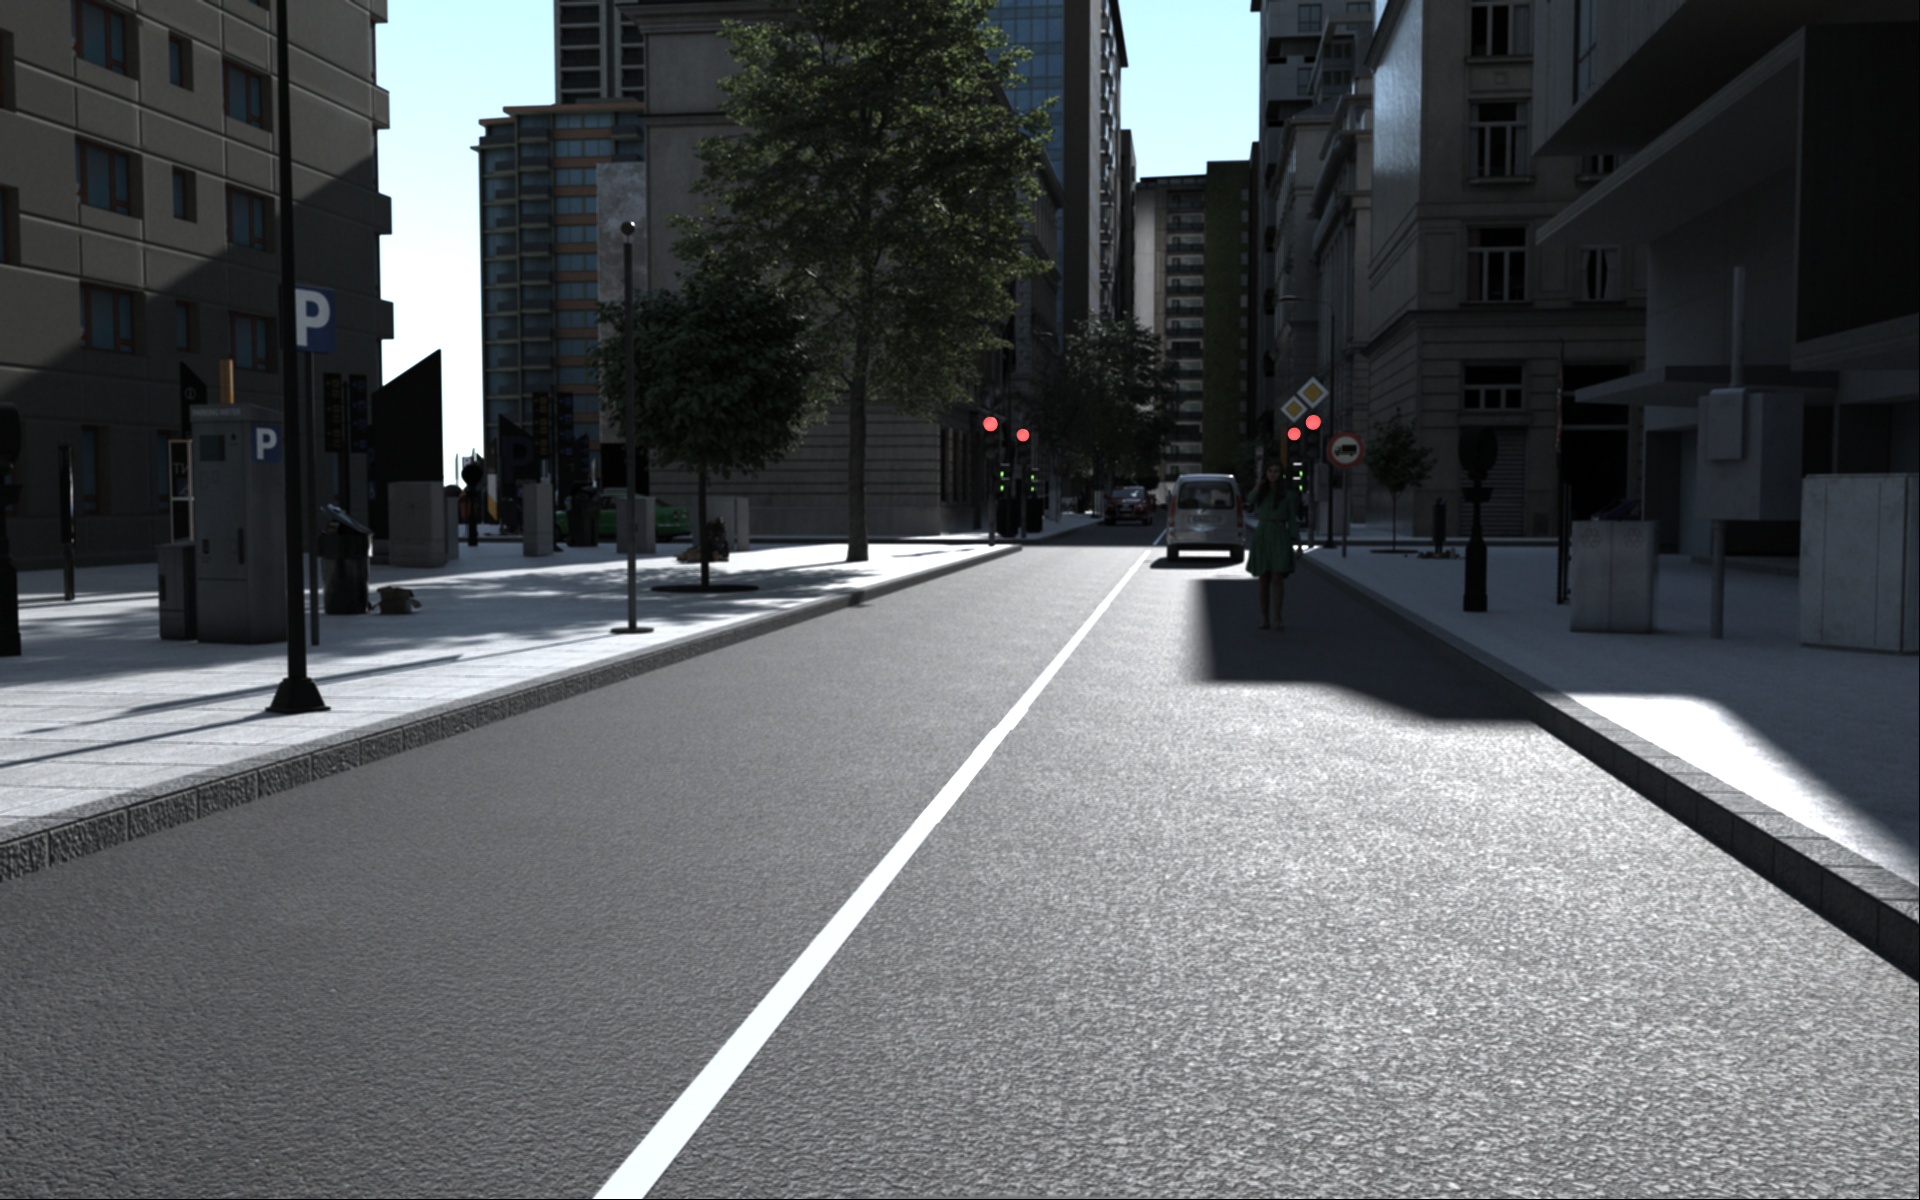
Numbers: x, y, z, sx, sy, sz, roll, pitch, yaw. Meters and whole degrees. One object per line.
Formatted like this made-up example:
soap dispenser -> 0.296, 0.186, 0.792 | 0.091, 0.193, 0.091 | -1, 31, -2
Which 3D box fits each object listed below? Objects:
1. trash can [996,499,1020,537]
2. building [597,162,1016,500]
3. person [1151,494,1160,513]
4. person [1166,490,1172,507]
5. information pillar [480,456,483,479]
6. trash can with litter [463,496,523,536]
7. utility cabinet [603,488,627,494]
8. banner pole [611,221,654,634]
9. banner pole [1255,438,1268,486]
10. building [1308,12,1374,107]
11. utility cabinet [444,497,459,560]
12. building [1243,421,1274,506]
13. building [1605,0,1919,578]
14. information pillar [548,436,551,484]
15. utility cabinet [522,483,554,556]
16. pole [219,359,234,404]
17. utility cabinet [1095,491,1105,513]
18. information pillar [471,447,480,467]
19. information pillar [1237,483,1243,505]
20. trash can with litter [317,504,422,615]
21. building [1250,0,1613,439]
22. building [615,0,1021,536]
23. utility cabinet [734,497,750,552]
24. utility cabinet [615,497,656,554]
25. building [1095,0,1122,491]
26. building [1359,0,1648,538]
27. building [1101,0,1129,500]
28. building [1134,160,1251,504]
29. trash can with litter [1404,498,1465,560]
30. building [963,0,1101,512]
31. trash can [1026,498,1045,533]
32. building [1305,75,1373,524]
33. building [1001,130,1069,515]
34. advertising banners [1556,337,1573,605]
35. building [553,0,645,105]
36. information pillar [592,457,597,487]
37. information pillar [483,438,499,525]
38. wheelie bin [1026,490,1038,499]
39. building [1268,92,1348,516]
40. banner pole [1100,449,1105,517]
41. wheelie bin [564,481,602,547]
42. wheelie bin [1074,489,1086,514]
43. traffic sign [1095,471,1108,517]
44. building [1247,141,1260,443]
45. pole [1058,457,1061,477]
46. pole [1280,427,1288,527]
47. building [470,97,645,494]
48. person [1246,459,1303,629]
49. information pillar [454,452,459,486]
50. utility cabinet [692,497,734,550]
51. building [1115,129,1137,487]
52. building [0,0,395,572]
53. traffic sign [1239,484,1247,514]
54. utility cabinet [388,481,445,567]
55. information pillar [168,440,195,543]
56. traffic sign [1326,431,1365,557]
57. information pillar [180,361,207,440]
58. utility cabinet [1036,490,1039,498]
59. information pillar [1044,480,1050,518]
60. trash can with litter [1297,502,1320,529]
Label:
trash can -> 1.453, -2.476, 52.138 | 0.748, 1.137, 0.748 | 0, 3, 0
building -> -5.954, -13.045, 80.730 | 16.820, 18.784, 16.811 | 0, 4, 8
person -> 14.614, -7.235, 130.045 | 0.557, 1.426, 1.065 | -2, 4, -34
person -> 14.049, -6.533, 116.311 | 0.522, 1.701, 0.512 | -3, 5, -45
information pillar -> -26.727, -6.428, 96.458 | 0.504, 3.616, 0.183 | 1, 4, 18
trash can with litter -> -14.277, -2.583, 53.282 | 2.233, 1.210, 1.678 | -2, 4, -35
utility cabinet -> -12.229, -3.264, 62.047 | 1.173, 1.500, 0.318 | 2, 4, 27
banner pole -> -3.087, -1.603, 16.227 | 0.401, 3.779, 0.863 | -1, 4, -10
banner pole -> 13.389, -5.302, 76.711 | 0.863, 3.779, 0.401 | -2, 4, -25
building -> 40.152, -27.084, 134.706 | 32.217, 40.220, 23.993 | 0, 4, 8
utility cabinet -> -10.118, -1.401, 34.064 | 0.306, 1.237, 1.020 | 0, 4, -4
building -> 40.612, -45.603, 183.858 | 20.563, 71.187, 20.611 | 0, 4, 8
building -> 24.035, -26.482, 22.212 | 28.713, 52.752, 27.495 | 0, 4, 8
information pillar -> -16.435, -4.768, 69.307 | 0.183, 3.616, 0.504 | -1, 4, -14
utility cabinet -> -8.778, -1.671, 35.994 | 0.318, 1.500, 1.173 | 0, 4, 3
pole -> -11.128, -1.989, 26.356 | 0.158, 3.312, 0.155 | 0, 3, 0
utility cabinet -> 9.442, -6.581, 116.283 | 0.318, 1.500, 1.173 | -1, 4, -22
information pillar -> -24.343, -5.826, 86.615 | 0.183, 3.616, 0.504 | -2, 4, -30
information pillar -> 18.865, -6.862, 116.691 | 0.304, 2.012, 0.304 | 3, 5, 41
trash can with litter -> -6.345, -0.441, 18.603 | 1.055, 1.170, 0.624 | 0, 4, -5
building -> 41.548, -34.913, 160.066 | 28.713, 52.752, 27.495 | 0, 4, 8
building -> -4.047, -12.089, 62.281 | 10.561, 19.102, 19.286 | 0, 4, 8
utility cabinet -> -4.888, -1.704, 39.029 | 0.306, 1.237, 1.020 | 0, 4, -7
utility cabinet -> -7.030, -1.612, 37.519 | 1.020, 1.237, 0.306 | 3, 5, 41
building -> 2.336, -32.759, 155.221 | 23.786, 49.044, 30.456 | 0, 4, 8
building -> 28.544, -13.624, 56.034 | 30.059, 22.955, 16.112 | 0, 4, 8
building -> 3.598, -36.491, 185.868 | 27.495, 52.752, 28.713 | 0, 4, 8
building -> 28.769, -32.533, 215.501 | 14.086, 41.232, 14.154 | 0, 4, 8
trash can with litter -> 9.844, -1.463, 34.975 | 1.678, 1.210, 2.233 | 2, 4, 24
building -> 3.418, -29.507, 132.557 | 14.600, 45.320, 14.200 | 0, 4, 8
trash can -> 2.442, -2.807, 57.545 | 0.748, 1.137, 0.748 | 0, 3, 0
building -> 24.399, -14.883, 85.139 | 13.314, 21.916, 24.055 | 0, 4, 8
building -> 0.250, -16.820, 103.891 | 11.050, 23.489, 19.941 | 0, 4, 8
advertising banners -> 7.086, -1.477, 20.331 | 0.090, 3.025, 2.074 | 2, 4, 23
building -> -40.208, -48.276, 227.571 | 20.611, 71.187, 20.563 | 0, 4, 8
information pillar -> -23.304, -7.281, 110.406 | 0.183, 3.616, 0.504 | -3, 5, -40
information pillar -> -19.437, -4.934, 72.027 | 0.504, 3.616, 0.183 | 2, 4, 32
wheelie bin -> 3.047, -4.131, 75.451 | 0.693, 1.594, 0.980 | -1, 4, -15
building -> 26.210, -19.110, 109.708 | 12.463, 27.353, 25.104 | 0, 4, 8
banner pole -> 7.916, -6.504, 96.353 | 0.401, 3.779, 0.863 | 1, 4, 21
wheelie bin -> -9.163, -2.102, 42.275 | 0.693, 1.594, 0.980 | 2, 4, 35
wheelie bin -> 7.891, -6.472, 113.733 | 0.693, 1.594, 0.980 | -1, 4, -18
traffic sign -> 7.692, -5.797, 94.778 | 0.884, 2.594, 0.081 | 1, 4, 11
building -> 42.840, -34.482, 213.896 | 14.200, 45.320, 14.600 | 0, 4, 8
pole -> 5.496, -6.236, 95.795 | 0.158, 3.312, 0.155 | 0, 3, 0
pole -> 9.781, -3.579, 52.367 | 0.158, 3.312, 0.155 | 0, 3, 0
building -> -37.977, -33.007, 194.291 | 28.867, 44.769, 22.147 | 0, 4, 8
person -> 3.311, -0.584, 18.297 | 0.600, 1.795, 0.529 | 0, 4, 5
information pillar -> -28.401, -6.507, 97.749 | 0.183, 3.616, 0.504 | -2, 4, -33
utility cabinet -> -5.654, -1.746, 39.714 | 0.306, 1.237, 1.020 | 3, 5, 44
building -> 11.536, -36.530, 220.966 | 21.600, 48.544, 21.300 | 0, 4, 8
building -> -29.827, -11.295, 29.719 | 28.899, 21.520, 27.650 | 0, 4, 8
traffic sign -> 18.144, -6.716, 109.816 | 0.884, 2.594, 0.081 | 1, 4, 14
utility cabinet -> -9.542, -1.327, 30.368 | 1.173, 1.500, 0.318 | 2, 4, 35
information pillar -> -10.529, -1.167, 23.576 | 0.304, 2.012, 0.304 | 0, 4, 4
traffic sign -> 7.794, -2.137, 35.052 | 0.768, 2.556, 0.104 | 1, 4, 13
information pillar -> -13.610, -2.413, 30.808 | 0.183, 3.616, 0.504 | 2, 4, 31
utility cabinet -> 3.579, -4.941, 89.466 | 0.318, 1.500, 1.173 | 3, 5, 40
information pillar -> 4.645, -5.319, 91.459 | 0.304, 2.012, 0.304 | 2, 4, 30
trash can with litter -> 12.931, -3.241, 64.373 | 1.055, 1.170, 0.624 | -3, 4, -36
